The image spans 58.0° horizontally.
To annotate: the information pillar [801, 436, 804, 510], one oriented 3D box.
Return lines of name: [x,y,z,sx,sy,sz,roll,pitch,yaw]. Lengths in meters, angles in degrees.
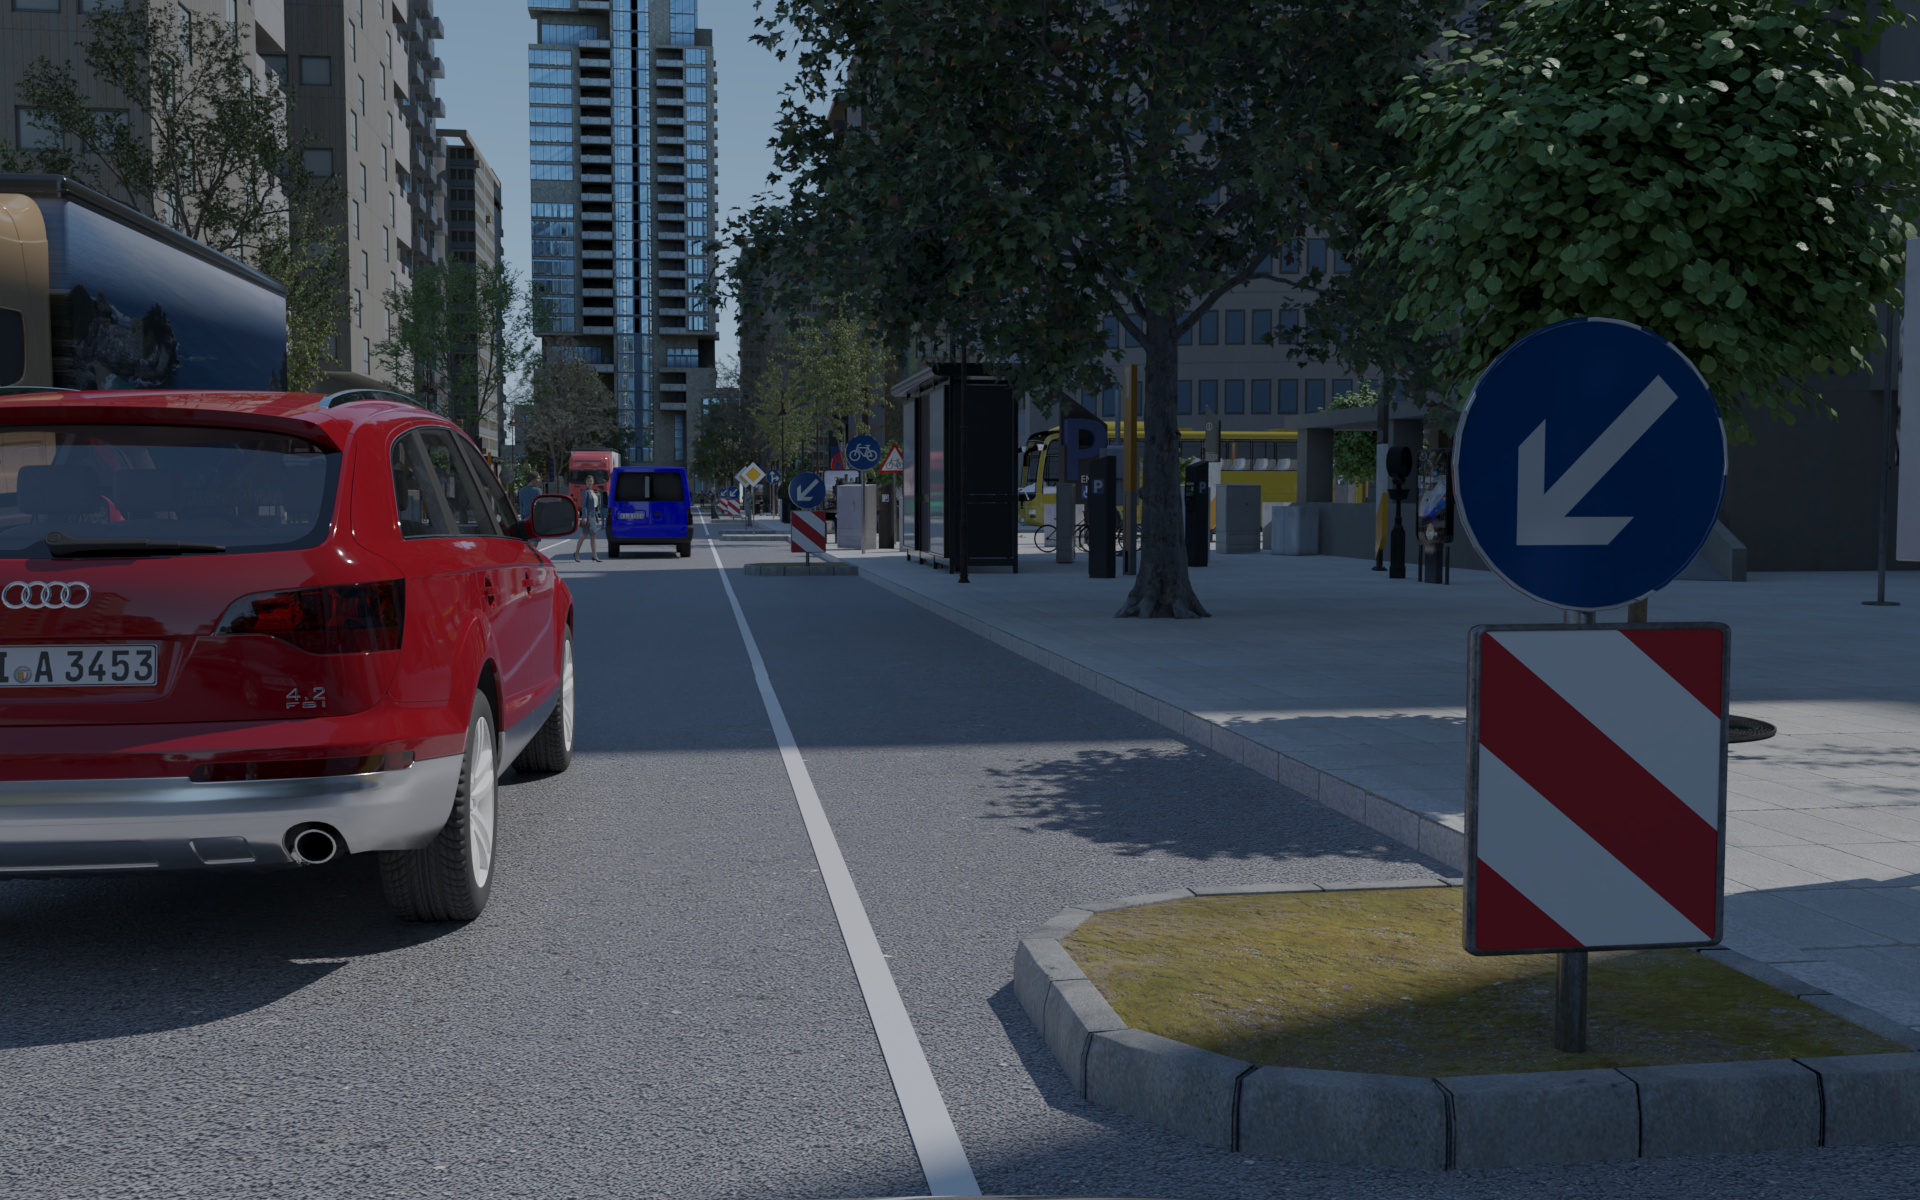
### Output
information pillar: [-6.135,-4.664,67.608,0.183,3.616,0.504,0,4,-4]

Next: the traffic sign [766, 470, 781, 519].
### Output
traffic sign: [-9.705,-5.510,90.198,0.768,2.556,0.104,0,4,-2]

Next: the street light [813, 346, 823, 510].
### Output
street light: [-4.405,-4.942,53.591,0.468,5.910,1.993,-1,4,-9]

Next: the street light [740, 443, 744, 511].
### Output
street light: [-16.919,-9.927,135.091,0.468,5.910,1.993,-1,4,-9]

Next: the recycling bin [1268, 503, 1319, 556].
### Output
recycling bin: [7.025,-1.453,36.310,0.722,1.027,0.722,-3,5,-41]

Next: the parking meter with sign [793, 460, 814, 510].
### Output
parking meter with sign: [-7.395,-5.441,85.223,1.738,3.016,0.543,3,5,40]

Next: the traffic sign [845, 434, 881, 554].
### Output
traffic sign: [-2.068,-2.260,37.051,0.768,2.556,0.104,0,4,-2]

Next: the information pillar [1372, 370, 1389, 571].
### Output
information pillar: [7.018,-2.290,28.797,0.183,3.616,0.504,0,4,1]

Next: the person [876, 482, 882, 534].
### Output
person: [-2.722,-3.009,57.601,0.656,1.842,0.836,0,4,0]

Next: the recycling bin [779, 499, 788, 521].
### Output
recycling bin: [-8.168,-4.233,81.770,0.722,1.027,0.722,-1,4,-10]

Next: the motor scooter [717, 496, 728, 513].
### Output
motor scooter: [-17.652,-7.099,128.839,0.815,1.314,1.986,0,4,-7]

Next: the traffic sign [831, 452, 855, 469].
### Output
traffic sign: [-3.530,-3.214,52.654,0.768,2.556,0.104,0,4,-5]

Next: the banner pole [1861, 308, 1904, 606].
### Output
banner pole: [10.873,-1.837,20.045,0.863,3.779,0.401,-2,4,-26]

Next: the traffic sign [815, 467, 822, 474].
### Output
traffic sign: [-6.341,-4.735,77.424,0.884,2.594,0.081,0,4,-8]

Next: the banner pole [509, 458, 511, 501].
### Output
banner pole: [-30.721,-7.876,118.782,0.401,3.779,0.863,1,4,11]

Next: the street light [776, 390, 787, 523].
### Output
street light: [-7.924,-6.400,77.433,0.468,5.910,1.993,-1,4,-9]

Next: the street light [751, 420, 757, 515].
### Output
street light: [-12.637,-8.176,106.463,0.468,5.910,1.993,-1,4,-9]

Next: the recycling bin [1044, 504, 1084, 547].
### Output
recycling bin: [2.537,-1.814,42.214,0.722,1.027,0.722,3,5,42]

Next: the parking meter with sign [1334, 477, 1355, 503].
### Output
parking meter with sign: [11.370,-3.364,51.261,0.543,3.016,1.738,2,4,33]

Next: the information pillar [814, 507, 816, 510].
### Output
information pillar: [-5.332,-3.716,65.246,0.304,2.012,0.304,-1,4,-11]

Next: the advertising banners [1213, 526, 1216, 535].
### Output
advertising banners: [7.311,-3.608,55.183,2.074,3.025,0.090,2,4,24]

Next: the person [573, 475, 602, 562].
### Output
person: [-7.832,-1.708,36.444,0.654,1.822,0.581,2,4,32]

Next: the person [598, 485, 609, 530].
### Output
person: [-14.211,-3.682,69.052,0.721,1.781,0.623,-3,5,-44]

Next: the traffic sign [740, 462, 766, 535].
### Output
traffic sign: [-6.436,-3.077,53.949,0.795,2.450,0.064,-1,4,-9]

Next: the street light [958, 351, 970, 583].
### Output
street light: [0.056,-3.184,24.841,0.468,5.910,1.993,-1,4,-9]

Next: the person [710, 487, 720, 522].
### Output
person: [-12.781,-4.964,90.087,0.534,1.772,0.576,-2,4,-35]

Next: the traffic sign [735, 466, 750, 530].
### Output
traffic sign: [-7.654,-3.560,61.841,0.795,2.450,0.064,-1,4,-9]

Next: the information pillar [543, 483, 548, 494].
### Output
information pillar: [-27.118,-6.666,113.474,0.304,2.012,0.304,-2,4,-34]

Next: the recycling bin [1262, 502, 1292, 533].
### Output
recycling bin: [9.839,-2.511,53.602,0.722,1.027,0.722,3,5,41]

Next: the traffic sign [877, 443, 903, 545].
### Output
traffic sign: [-1.651,-2.684,43.886,0.884,2.594,0.081,0,4,-3]

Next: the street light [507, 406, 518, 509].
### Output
street light: [-23.067,-7.130,89.368,0.468,5.910,1.993,-1,4,-9]

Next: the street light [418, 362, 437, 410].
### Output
street light: [-18.610,-5.375,60.669,0.468,5.910,1.993,-1,4,-9]

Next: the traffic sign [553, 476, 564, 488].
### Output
traffic sign: [-27.799,-7.328,119.926,0.768,2.556,0.104,0,4,-2]

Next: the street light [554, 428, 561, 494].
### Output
street light: [-27.494,-8.902,118.340,0.468,5.910,1.993,-1,4,-9]

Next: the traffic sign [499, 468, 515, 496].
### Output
traffic sign: [-21.812,-5.098,83.464,0.768,2.556,0.104,0,4,-5]

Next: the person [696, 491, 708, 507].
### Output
person: [-27.533,-10.782,184.876,1.348,1.812,0.705,-1,4,-14]

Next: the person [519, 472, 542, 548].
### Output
person: [-7.439,-1.314,30.010,0.581,1.822,0.654,3,4,38]

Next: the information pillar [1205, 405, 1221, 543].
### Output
information pillar: [6.644,-3.319,45.617,0.183,3.616,0.504,-3,5,-40]

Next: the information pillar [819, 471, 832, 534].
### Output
information pillar: [-4.288,-3.099,55.154,0.304,2.012,0.304,3,5,44]

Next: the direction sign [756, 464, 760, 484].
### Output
direction sign: [-15.241,-8.387,129.119,0.876,3.537,0.379,3,4,38]

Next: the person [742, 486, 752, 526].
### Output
person: [-9.483,-4.175,76.938,0.466,1.800,0.511,-2,4,-32]

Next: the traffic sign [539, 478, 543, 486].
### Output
traffic sign: [-29.471,-7.377,120.711,0.768,2.556,0.104,0,4,-7]
